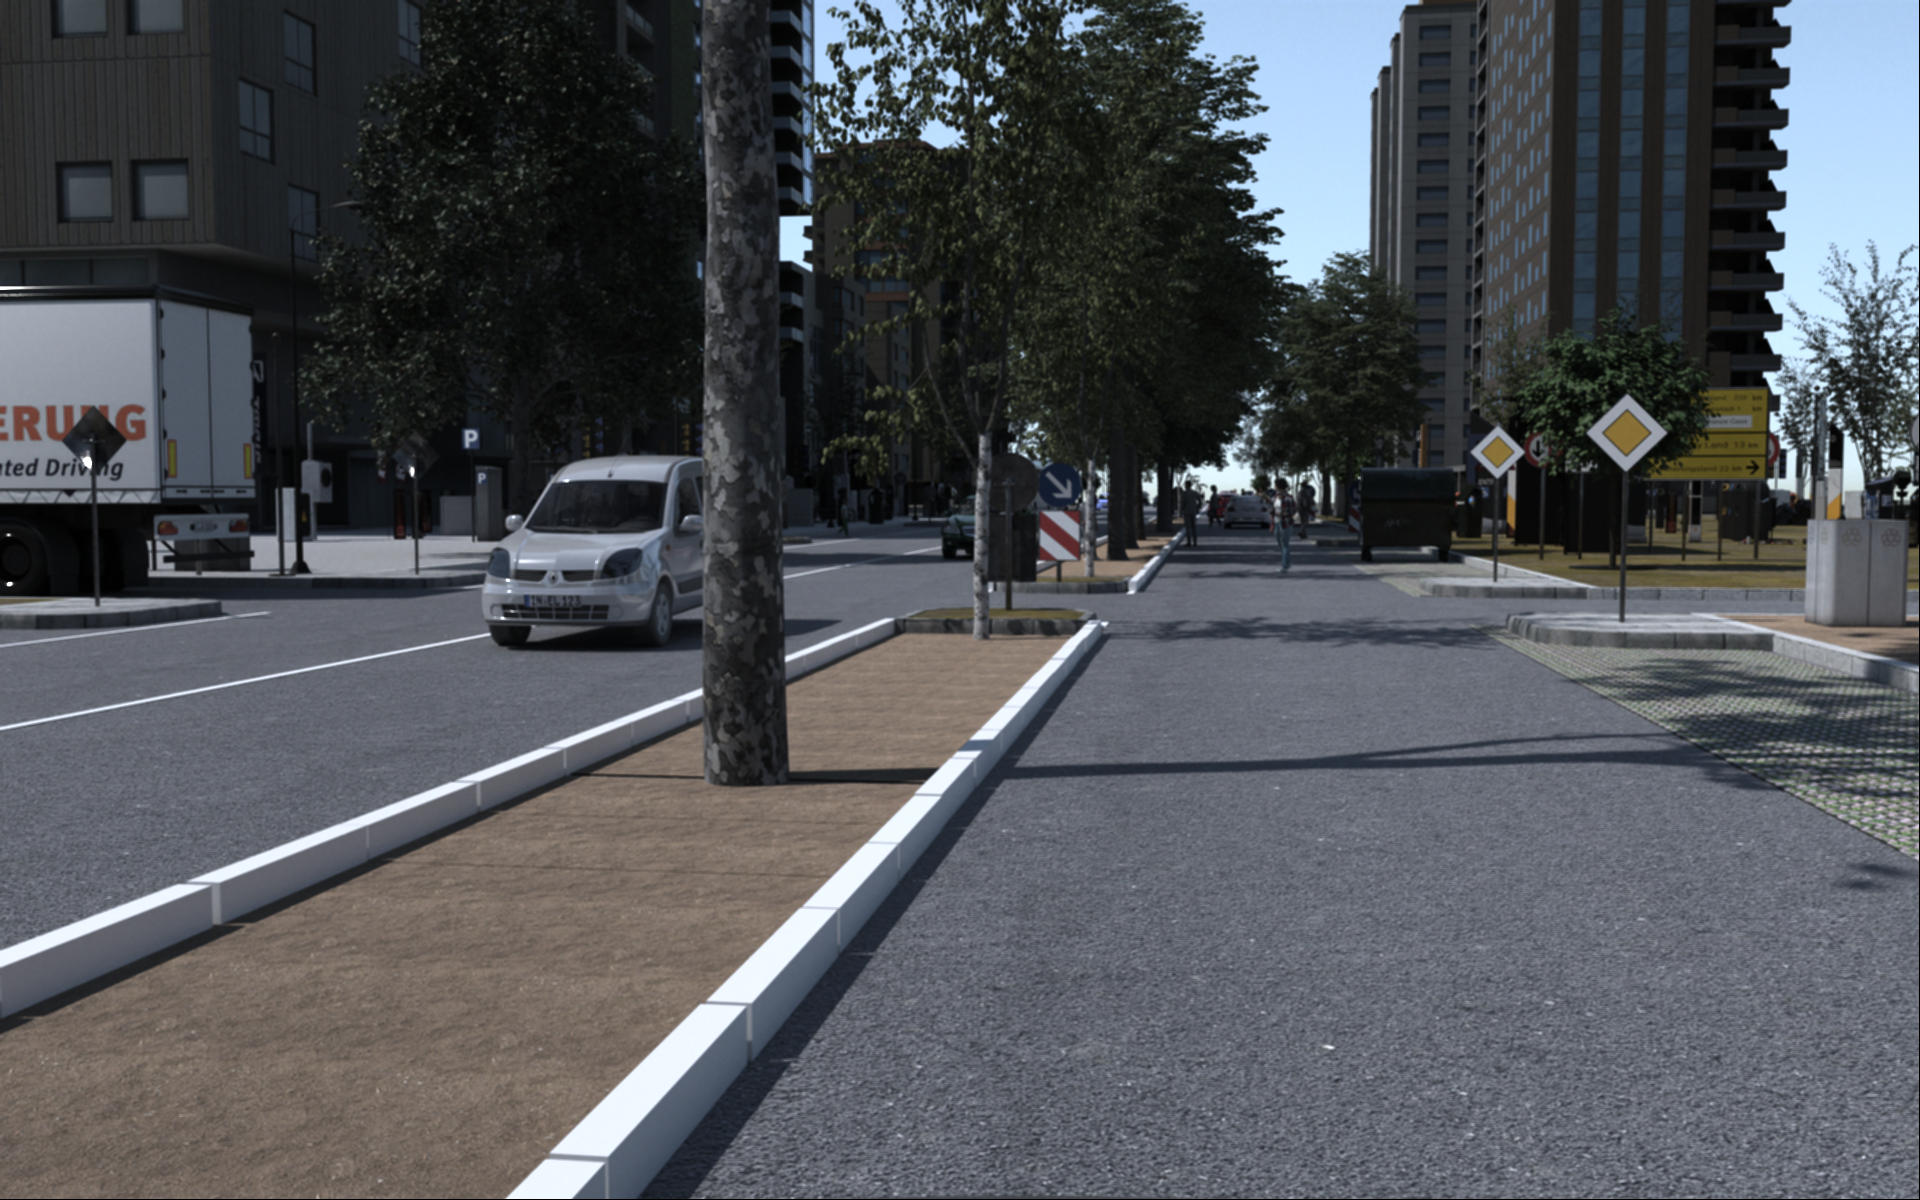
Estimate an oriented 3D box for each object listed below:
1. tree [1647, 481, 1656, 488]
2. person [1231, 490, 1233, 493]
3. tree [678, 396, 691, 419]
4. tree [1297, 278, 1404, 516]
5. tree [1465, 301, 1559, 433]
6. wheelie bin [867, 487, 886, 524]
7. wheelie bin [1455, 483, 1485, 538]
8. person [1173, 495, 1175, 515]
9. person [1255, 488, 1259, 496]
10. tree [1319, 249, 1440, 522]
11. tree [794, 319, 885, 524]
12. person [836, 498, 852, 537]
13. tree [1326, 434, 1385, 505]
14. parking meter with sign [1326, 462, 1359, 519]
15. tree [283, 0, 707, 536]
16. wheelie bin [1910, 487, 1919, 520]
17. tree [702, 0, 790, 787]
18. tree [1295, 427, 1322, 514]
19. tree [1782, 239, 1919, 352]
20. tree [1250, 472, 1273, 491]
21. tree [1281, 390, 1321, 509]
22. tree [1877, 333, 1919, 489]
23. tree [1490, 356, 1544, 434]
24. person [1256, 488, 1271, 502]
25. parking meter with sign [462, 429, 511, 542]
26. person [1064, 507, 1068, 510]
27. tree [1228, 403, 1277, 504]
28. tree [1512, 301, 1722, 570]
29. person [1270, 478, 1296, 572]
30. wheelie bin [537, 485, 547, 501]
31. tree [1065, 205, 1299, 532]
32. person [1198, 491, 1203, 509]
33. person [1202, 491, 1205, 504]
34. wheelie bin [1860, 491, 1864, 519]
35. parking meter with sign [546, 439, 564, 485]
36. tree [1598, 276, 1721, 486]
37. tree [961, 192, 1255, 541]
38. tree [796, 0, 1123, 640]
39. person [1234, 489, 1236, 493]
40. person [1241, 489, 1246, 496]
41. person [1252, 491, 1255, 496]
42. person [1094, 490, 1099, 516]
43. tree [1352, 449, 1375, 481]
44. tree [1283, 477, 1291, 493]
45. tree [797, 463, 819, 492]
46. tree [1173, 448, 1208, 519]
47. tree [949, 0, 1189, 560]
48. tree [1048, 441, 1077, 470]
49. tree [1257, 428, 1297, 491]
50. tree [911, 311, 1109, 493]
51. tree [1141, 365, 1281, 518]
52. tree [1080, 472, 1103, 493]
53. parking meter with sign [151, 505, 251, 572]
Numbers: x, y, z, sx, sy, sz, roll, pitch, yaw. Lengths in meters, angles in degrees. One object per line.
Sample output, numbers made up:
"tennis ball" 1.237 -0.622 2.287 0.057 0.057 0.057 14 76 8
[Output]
"tree" 31.753 -8.041 81.828 4.737 8.622 4.395 0 3 0
"person" 21.603 -7.872 137.999 1.217 1.735 0.721 2 4 34
"tree" -7.381 -6.472 56.186 4.737 8.622 4.395 0 3 0
"tree" 21.609 -11.923 101.595 9.857 13.997 8.962 0 3 0
"tree" 21.216 -7.029 65.292 4.737 8.622 4.395 0 3 0
"wheelie bin" -3.547 -4.053 74.181 0.693 1.594 0.980 1 4 11
"wheelie bin" 14.899 -2.609 50.557 0.693 1.594 0.980 -1 4 -10
"person" 14.248 -6.598 116.470 1.348 1.812 0.705 0 4 4
"person" 19.720 -6.487 114.653 0.705 1.812 1.348 0 4 2
"tree" 18.565 -9.945 80.728 7.486 12.596 7.792 0 3 0
"tree" -5.168 -7.522 73.341 4.360 8.622 3.978 0 3 0
"person" -3.862 -2.738 57.511 0.590 1.304 0.306 -2 4 -33
"tree" 20.133 -6.360 87.707 4.285 4.588 4.351 0 3 0
"parking meter with sign" 20.113 -5.791 90.940 1.738 3.016 0.543 0 4 7
"tree" -9.249 -7.317 36.643 9.611 12.733 9.660 0 3 0
"wheelie bin" 44.930 -4.481 81.167 0.693 1.594 0.980 2 4 34
"tree" 0.011 -9.092 6.993 12.611 20.169 13.585 0 3 0
"tree" 23.248 -9.869 111.717 4.737 8.622 4.395 0 3 0
"tree" 25.739 -6.057 49.400 4.360 8.622 3.978 0 3 0
"tree" 42.879 -16.031 245.816 4.285 4.588 4.351 0 3 0
"tree" 28.407 -12.857 144.627 7.601 10.594 8.767 1 4 19
"tree" 42.290 -7.670 75.762 4.737 8.622 4.395 0 3 0
"tree" 29.891 -8.616 91.240 4.360 8.622 3.978 0 3 0
"person" 17.872 -5.763 102.742 1.348 1.823 0.705 2 4 35
"parking meter with sign" -12.748 -3.102 46.984 0.543 3.016 1.738 1 4 18
"person" 6.867 -6.140 112.151 1.065 1.426 0.557 -2 4 -30
"tree" 39.684 -19.203 224.335 12.009 13.543 11.850 0 3 0
"tree" 11.252 -2.818 29.786 4.285 4.588 4.351 0 3 0
"person" 5.951 -1.374 31.796 0.643 1.720 0.563 -2 4 -30
"wheelie bin" -13.835 -3.081 58.290 0.693 1.594 0.980 -2 4 -35
"tree" 7.675 -9.499 64.428 9.857 13.997 8.962 0 3 0
"person" 22.832 -9.497 164.695 0.541 1.710 0.530 1 4 22
"person" 35.503 -14.936 252.795 0.705 1.812 1.348 0 4 -3
"wheelie bin" 42.084 -4.414 80.082 0.980 1.594 0.693 -1 4 -21
"parking meter with sign" -11.815 -3.318 50.505 0.543 3.016 1.738 -1 4 -14
"tree" 23.618 -6.673 59.463 4.360 8.622 3.978 0 3 0
"tree" 5.434 -7.640 53.130 9.928 11.665 9.643 0 3 0
"tree" 0.205 -3.922 16.948 4.737 8.622 4.395 0 3 0
"person" 18.199 -6.455 114.593 0.990 1.755 0.434 2 4 24
"person" 20.282 -7.080 124.353 0.705 1.812 1.348 -1 4 -13
"person" 36.347 -12.623 214.752 0.709 1.838 0.599 2 4 24
"person" 9.115 -6.521 115.796 0.721 1.739 1.217 0 4 -6
"tree" 17.091 -4.822 73.435 1.663 3.219 1.824 0 3 0
"tree" 35.711 -11.998 190.773 1.663 3.219 1.824 0 3 0
"tree" -8.288 -6.031 93.203 1.663 3.219 1.824 0 3 0
"tree" 12.542 -8.926 98.760 4.360 8.622 3.978 0 3 0
"tree" 3.439 -7.111 36.857 7.486 12.596 7.792 0 3 0
"tree" 10.558 -13.918 177.914 4.360 8.622 3.978 0 3 0
"tree" 31.382 -13.450 170.266 4.360 8.622 3.978 0 3 0
"tree" 1.570 -12.455 114.004 12.009 13.543 11.850 0 3 0
"tree" 8.853 -8.342 73.265 8.767 10.594 7.601 1 4 8
"tree" 16.151 -14.228 216.343 4.285 4.588 4.351 0 3 0
"parking meter with sign" -12.690 -1.990 28.792 1.738 3.016 0.543 1 4 10
